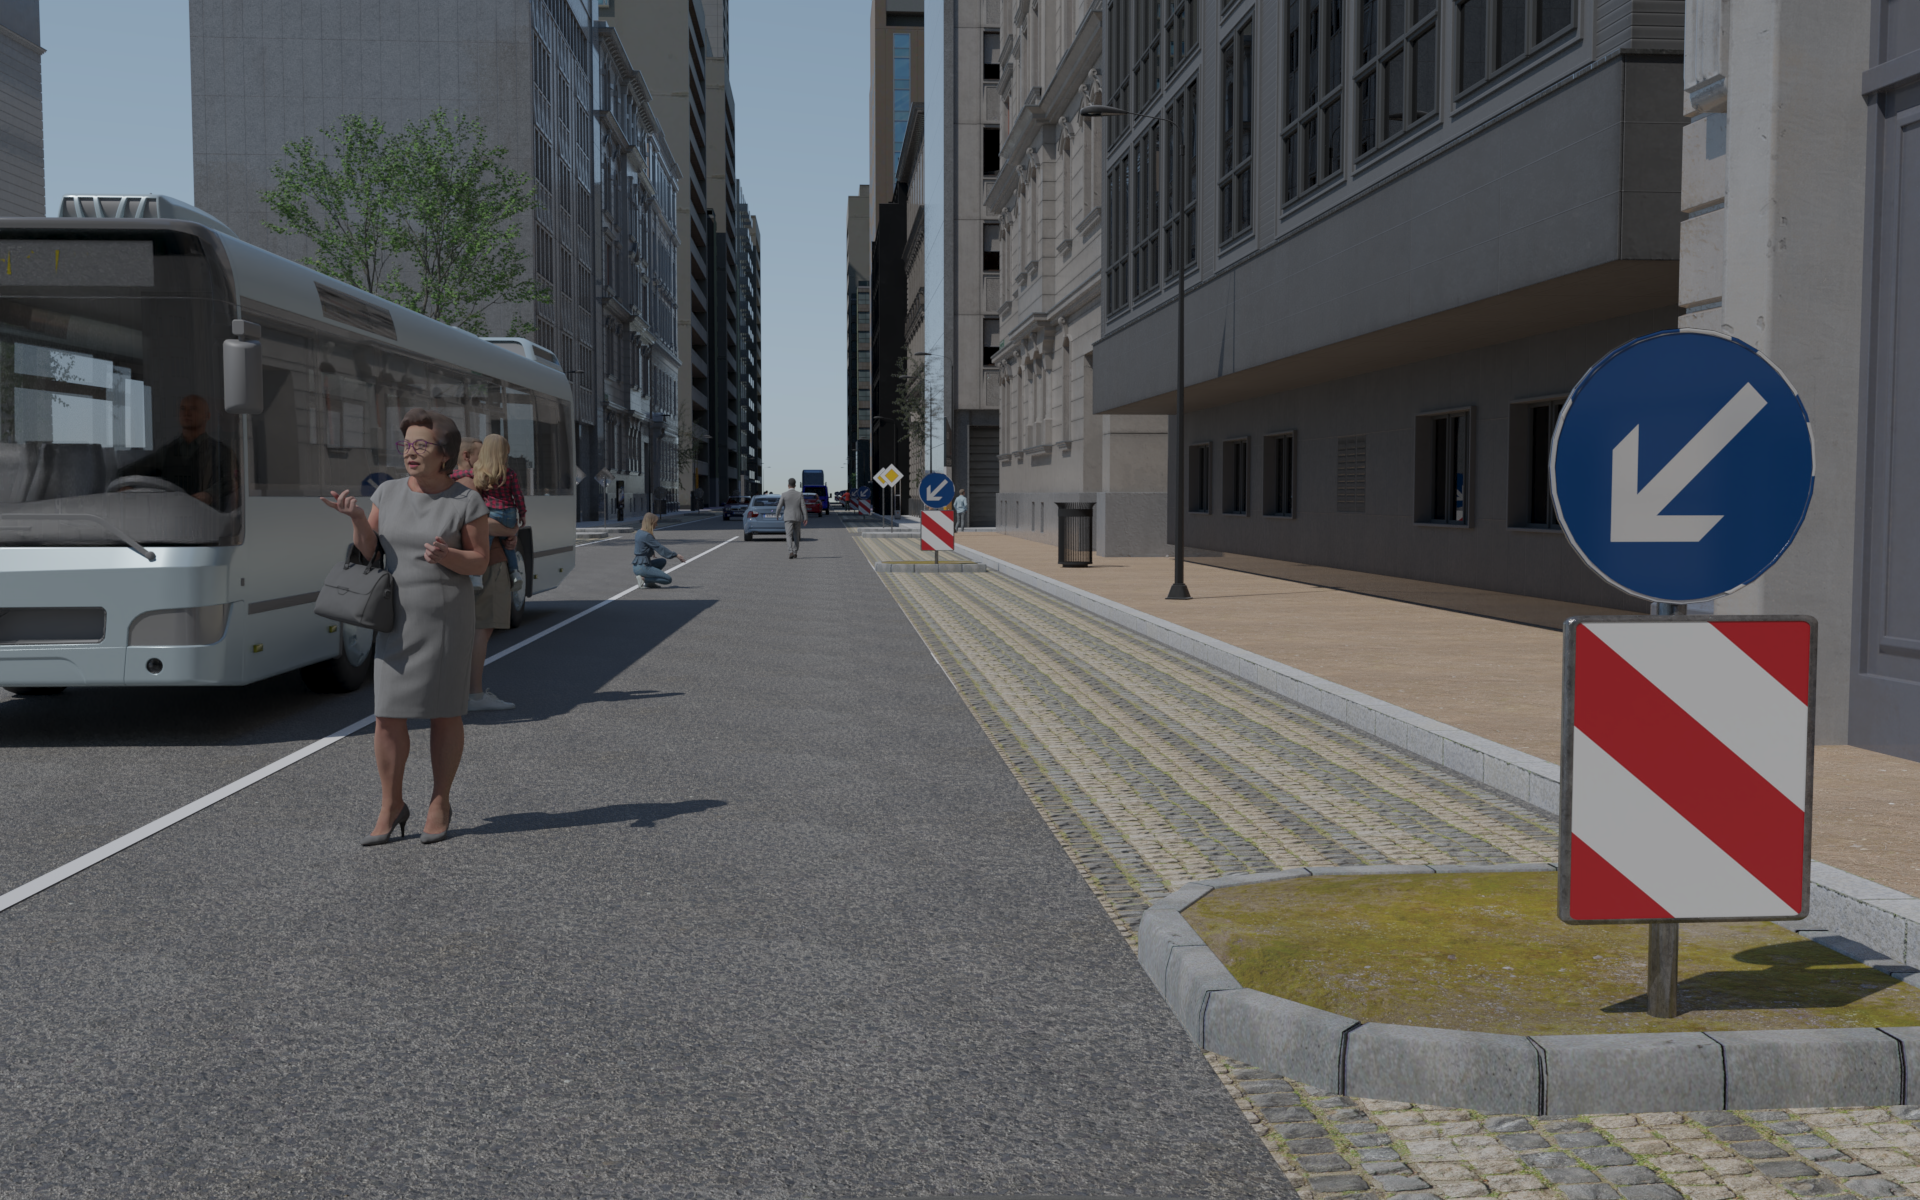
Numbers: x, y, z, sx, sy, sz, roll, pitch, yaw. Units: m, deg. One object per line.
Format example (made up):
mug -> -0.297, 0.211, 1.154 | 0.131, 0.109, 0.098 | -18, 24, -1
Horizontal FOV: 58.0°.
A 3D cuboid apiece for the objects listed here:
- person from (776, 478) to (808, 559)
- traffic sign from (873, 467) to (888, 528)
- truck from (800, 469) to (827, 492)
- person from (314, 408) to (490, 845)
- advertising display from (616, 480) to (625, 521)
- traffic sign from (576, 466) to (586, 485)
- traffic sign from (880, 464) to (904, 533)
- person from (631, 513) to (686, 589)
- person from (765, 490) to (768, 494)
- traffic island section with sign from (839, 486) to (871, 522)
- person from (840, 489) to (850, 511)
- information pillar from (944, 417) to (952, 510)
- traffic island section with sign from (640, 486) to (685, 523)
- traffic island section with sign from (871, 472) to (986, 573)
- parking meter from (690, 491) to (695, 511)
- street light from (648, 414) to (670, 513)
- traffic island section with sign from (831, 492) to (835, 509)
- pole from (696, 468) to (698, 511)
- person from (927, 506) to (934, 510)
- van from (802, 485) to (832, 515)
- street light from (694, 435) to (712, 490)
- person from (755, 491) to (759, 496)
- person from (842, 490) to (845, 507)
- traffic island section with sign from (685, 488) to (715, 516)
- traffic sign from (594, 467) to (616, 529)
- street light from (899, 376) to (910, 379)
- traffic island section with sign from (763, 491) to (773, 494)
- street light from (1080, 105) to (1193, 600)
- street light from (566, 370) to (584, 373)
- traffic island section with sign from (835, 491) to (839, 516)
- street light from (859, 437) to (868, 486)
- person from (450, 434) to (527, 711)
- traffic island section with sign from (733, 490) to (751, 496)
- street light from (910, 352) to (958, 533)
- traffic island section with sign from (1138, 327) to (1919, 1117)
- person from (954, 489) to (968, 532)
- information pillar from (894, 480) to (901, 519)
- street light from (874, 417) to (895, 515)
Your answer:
person -> -3.730, -1.816, 38.465 | 0.678, 1.792, 0.850 | -1, 4, -12
traffic sign -> -2.882, -3.762, 65.158 | 0.795, 2.450, 0.064 | 0, 4, -5
truck -> -15.695, -11.850, 183.509 | 2.967, 4.110, 18.799 | 0, 4, -4
person -> -2.298, 0.110, 7.063 | 0.716, 1.782, 0.532 | 0, 4, 3
advertising display -> -16.013, -4.675, 81.642 | 0.123, 1.923, 0.974 | 0, 4, 5
traffic sign -> -12.567, -3.227, 56.407 | 0.795, 2.450, 0.064 | 0, 4, -5
traffic sign -> -2.253, -3.276, 57.198 | 0.795, 2.450, 0.064 | 0, 4, -5
person -> -4.654, -0.757, 26.377 | 0.738, 1.151, 1.012 | -1, 4, -23
person -> -15.703, -8.098, 141.608 | 0.721, 1.736, 1.217 | -1, 4, -9
traffic island section with sign -> -4.984, -4.849, 87.911 | 1.989, 1.847, 2.006 | 0, 4, -5
person -> -9.423, -8.348, 144.920 | 1.348, 1.831, 0.705 | -1, 4, -14
information pillar -> -0.381, -3.748, 52.638 | 0.183, 3.616, 0.504 | 1, 4, 20
traffic island section with sign -> -15.012, -4.793, 87.000 | 1.989, 1.847, 2.006 | 0, 4, -5
traffic island section with sign -> -0.586, -1.446, 32.271 | 1.989, 1.847, 2.006 | 0, 4, -5
parking meter -> -20.052, -7.438, 130.018 | 0.372, 1.533, 0.369 | 0, 3, 0
street light -> -17.555, -7.854, 100.953 | 1.470, 5.913, 1.316 | 0, 4, -5
traffic island section with sign -> -11.062, -9.560, 164.929 | 1.989, 1.847, 2.006 | 0, 4, -5
pole -> -20.373, -8.584, 134.198 | 0.158, 3.312, 0.155 | 0, 3, 0
person -> -0.841, -2.077, 47.133 | 0.373, 1.253, 0.362 | 1, 4, 15
van -> -10.056, -7.119, 120.780 | 2.240, 2.365, 5.245 | 0, 4, -4
street light -> -20.756, -10.266, 140.384 | 1.470, 5.913, 1.316 | 0, 4, -5
person -> -22.579, -11.276, 193.538 | 1.217, 1.739, 0.721 | -3, 4, -38
person -> -11.730, -10.086, 173.371 | 0.705, 1.831, 1.348 | -1, 4, -17
traffic island section with sign -> -17.157, -6.453, 114.132 | 1.989, 1.847, 2.006 | 0, 4, -5
traffic sign -> -13.196, -3.714, 64.367 | 0.795, 2.450, 0.064 | 0, 4, -5
street light -> -1.681, -5.840, 68.028 | 1.470, 5.913, 1.316 | 0, 4, -5
traffic island section with sign -> -29.696, -16.170, 273.009 | 1.989, 1.847, 2.006 | 0, 4, -5
street light -> 2.131, -2.958, 20.909 | 1.470, 5.913, 1.316 | 0, 4, -5
street light -> -14.786, -5.657, 65.035 | 1.470, 5.913, 1.316 | 0, 4, -5
traffic island section with sign -> -7.104, -6.493, 114.783 | 1.989, 1.847, 2.006 | 0, 4, -5
street light -> -7.724, -10.509, 144.364 | 1.470, 5.913, 1.316 | 0, 4, -5
person -> -3.176, -0.189, 11.569 | 0.580, 1.828, 0.573 | 1, 4, 17
traffic island section with sign -> -21.088, -9.494, 163.858 | 1.989, 1.847, 2.006 | 0, 4, -5
street light -> -0.795, -5.152, 56.773 | 1.470, 5.913, 1.316 | 0, 4, -5
traffic island section with sign -> 1.571, 0.226, 4.926 | 1.989, 1.847, 2.006 | 0, 4, -5
person -> 0.061, -3.061, 60.350 | 0.330, 1.601, 0.589 | -3, 5, -44
information pillar -> -3.157, -5.077, 87.502 | 0.304, 2.012, 0.304 | 0, 4, -7
street light -> -4.454, -8.034, 103.905 | 1.470, 5.913, 1.316 | 0, 4, -5
